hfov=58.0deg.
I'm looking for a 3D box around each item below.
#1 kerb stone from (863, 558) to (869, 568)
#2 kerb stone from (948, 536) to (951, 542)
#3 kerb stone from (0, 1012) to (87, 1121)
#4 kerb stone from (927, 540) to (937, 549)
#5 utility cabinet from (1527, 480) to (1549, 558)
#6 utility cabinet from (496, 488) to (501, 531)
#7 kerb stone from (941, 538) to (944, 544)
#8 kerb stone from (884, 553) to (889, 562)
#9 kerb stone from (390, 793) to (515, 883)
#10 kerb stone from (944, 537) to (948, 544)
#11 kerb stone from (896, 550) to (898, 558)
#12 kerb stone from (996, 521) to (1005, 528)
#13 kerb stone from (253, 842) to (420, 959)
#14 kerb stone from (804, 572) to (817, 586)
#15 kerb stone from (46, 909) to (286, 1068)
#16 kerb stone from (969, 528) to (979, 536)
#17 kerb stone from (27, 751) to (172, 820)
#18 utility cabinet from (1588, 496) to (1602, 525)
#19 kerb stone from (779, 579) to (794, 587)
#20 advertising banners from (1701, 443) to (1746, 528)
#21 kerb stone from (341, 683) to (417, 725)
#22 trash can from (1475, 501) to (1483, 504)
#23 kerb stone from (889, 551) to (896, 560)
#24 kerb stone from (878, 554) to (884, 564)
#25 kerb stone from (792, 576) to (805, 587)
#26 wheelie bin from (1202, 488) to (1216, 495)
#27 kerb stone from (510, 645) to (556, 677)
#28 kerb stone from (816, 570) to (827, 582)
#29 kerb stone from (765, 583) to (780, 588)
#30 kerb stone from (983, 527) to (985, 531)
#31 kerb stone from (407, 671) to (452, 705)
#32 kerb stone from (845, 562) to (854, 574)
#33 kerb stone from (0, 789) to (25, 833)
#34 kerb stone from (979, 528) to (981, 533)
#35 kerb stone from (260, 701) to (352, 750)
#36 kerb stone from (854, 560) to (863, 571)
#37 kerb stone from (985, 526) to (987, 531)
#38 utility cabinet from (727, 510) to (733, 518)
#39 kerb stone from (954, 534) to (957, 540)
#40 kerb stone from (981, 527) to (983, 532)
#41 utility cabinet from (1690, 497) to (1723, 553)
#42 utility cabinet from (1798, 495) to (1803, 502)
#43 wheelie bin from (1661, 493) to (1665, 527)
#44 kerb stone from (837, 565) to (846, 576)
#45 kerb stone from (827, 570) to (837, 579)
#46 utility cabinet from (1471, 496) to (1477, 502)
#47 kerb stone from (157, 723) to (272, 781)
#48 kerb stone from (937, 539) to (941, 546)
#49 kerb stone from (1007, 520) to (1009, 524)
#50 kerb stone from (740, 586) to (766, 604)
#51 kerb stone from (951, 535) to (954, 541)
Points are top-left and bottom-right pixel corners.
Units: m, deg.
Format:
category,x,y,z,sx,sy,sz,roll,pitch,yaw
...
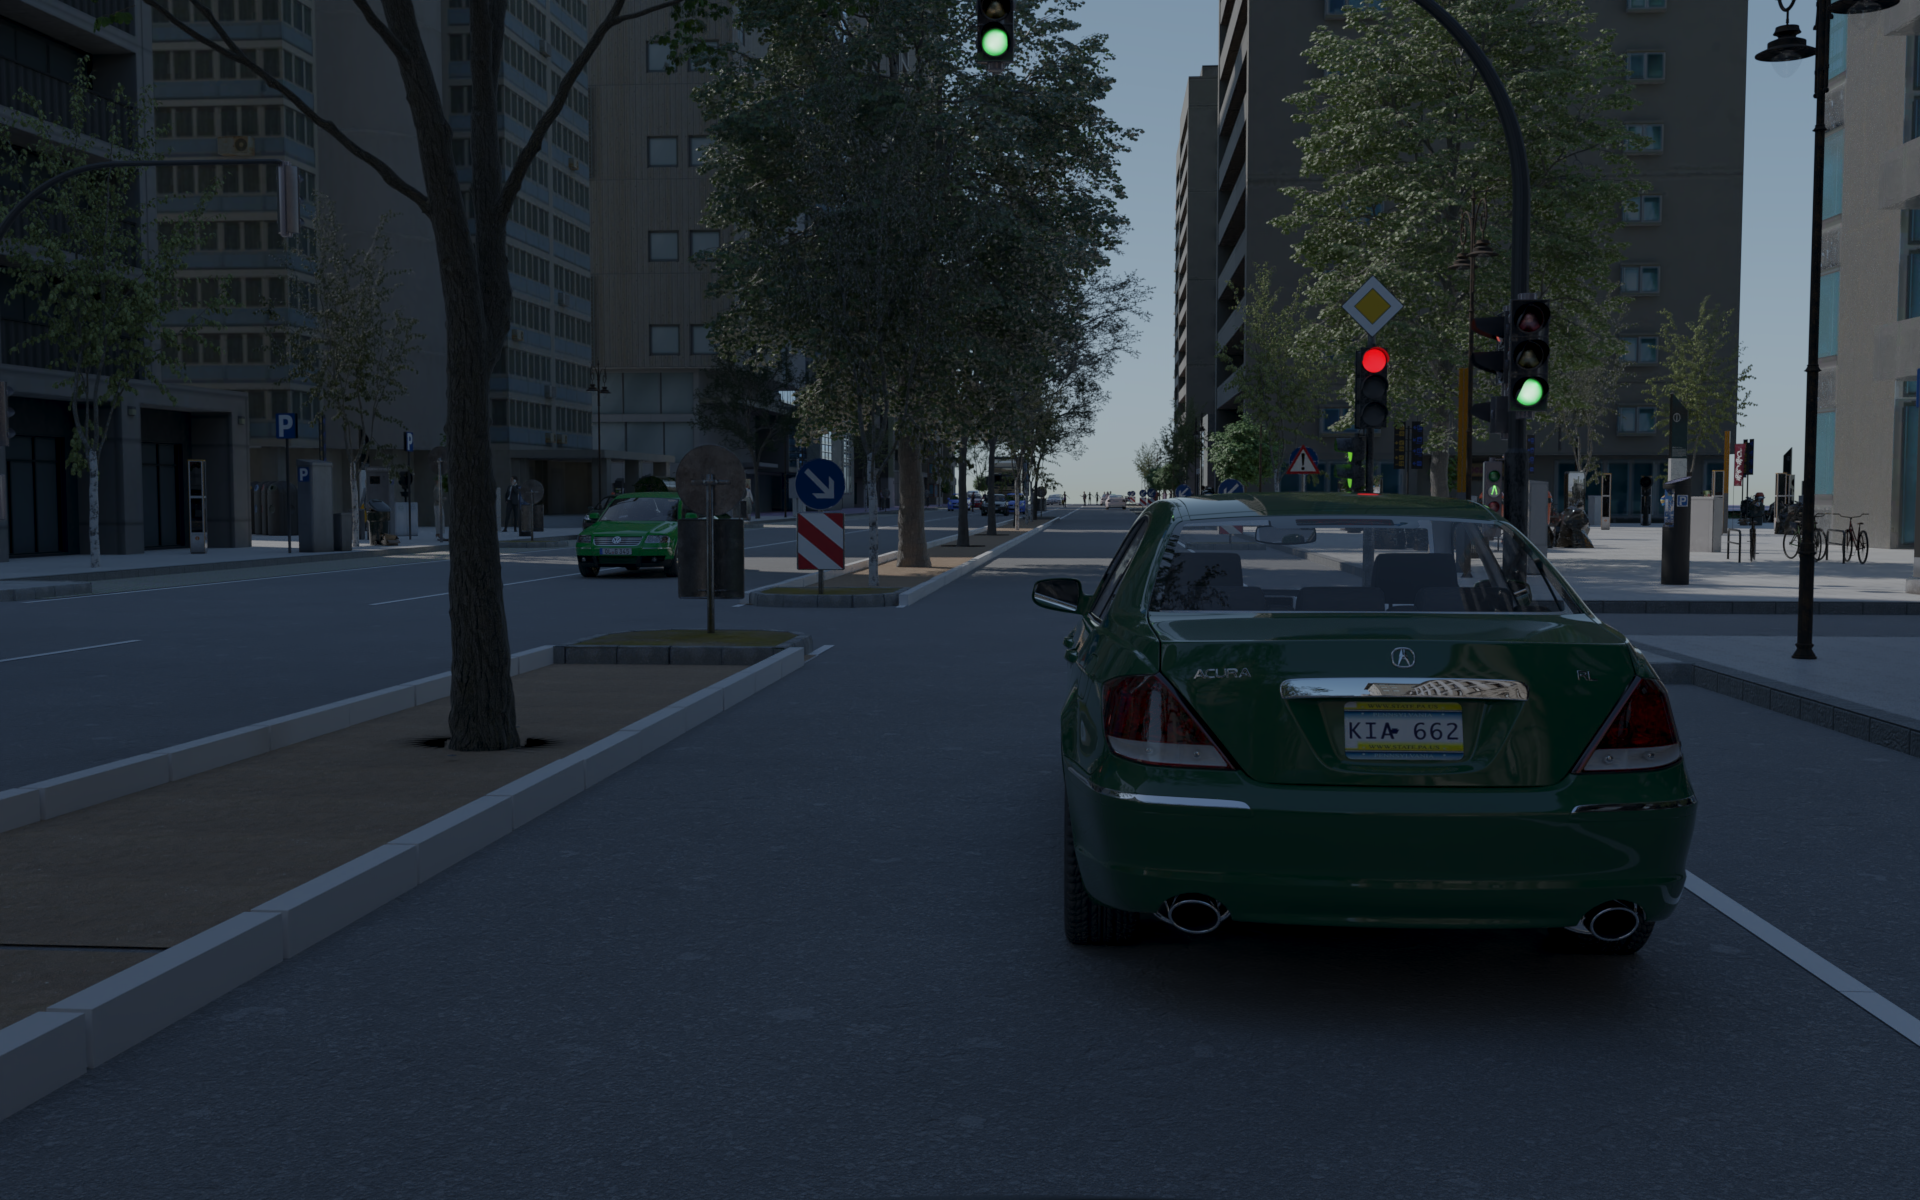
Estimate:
category,x,y,z,sx,sy,sz,roll,pitch,yaw
kerb stone,-1.906,-0.672,33.190,0.120,0.150,1.000,0,4,5
kerb stone,-0.449,-1.730,50.519,0.120,0.150,1.000,0,4,5
kerb stone,-2.265,1.126,3.793,0.120,0.150,1.000,0,4,5
kerb stone,-0.788,-1.479,46.436,0.120,0.150,1.000,0,4,5
utility cabinet,9.188,-1.180,27.965,0.318,1.500,1.173,0,4,3
utility cabinet,-16.037,-3.071,58.881,0.318,1.500,1.173,1,4,13
kerb stone,-0.625,-1.608,48.483,0.120,0.150,1.000,0,4,5
kerb stone,-1.652,-0.854,36.246,0.120,0.150,1.000,0,4,5
kerb stone,-2.004,0.938,6.861,0.120,0.150,1.000,0,4,5
kerb stone,-0.525,-1.670,49.500,0.120,0.150,1.000,0,4,5
kerb stone,-1.478,-0.983,38.282,0.120,0.150,1.000,0,4,5
kerb stone,1.787,-3.355,77.055,0.120,0.150,1.000,0,4,5
kerb stone,-2.087,1.000,5.840,0.120,0.150,1.000,0,4,5
kerb stone,-2.417,-0.299,27.080,0.120,0.150,1.000,0,4,5
kerb stone,-2.179,1.063,4.818,0.120,0.150,1.000,0,4,5
kerb stone,0.493,-2.419,61.751,0.120,0.150,1.000,0,4,5
kerb stone,-4.011,0.864,8.063,0.120,0.150,1.000,0,4,5
utility cabinet,26.263,-3.683,71.375,1.020,1.237,0.306,-3,5,-43
kerb stone,-2.586,-0.169,25.032,0.120,0.150,1.000,0,4,5
advertising banners,26.648,-3.933,60.497,0.090,3.025,2.074,-1,4,-17
kerb stone,-3.760,0.679,11.121,0.120,0.150,1.000,0,4,5
trash can,10.274,-1.405,34.633,0.748,1.137,0.748,0,3,0
kerb stone,-1.556,-0.922,37.263,0.120,0.150,1.000,0,4,5
kerb stone,-1.725,-0.797,35.226,0.120,0.150,1.000,0,4,5
kerb stone,-2.509,-0.236,26.057,0.120,0.150,1.000,0,4,5
wheelie bin,13.260,-5.153,92.163,0.693,1.594,0.980,-2,4,-32
kerb stone,-3.498,0.490,14.185,0.120,0.150,1.000,0,4,5
kerb stone,-2.337,-0.361,28.099,0.120,0.150,1.000,0,4,5
kerb stone,-2.683,-0.109,24.014,0.120,0.150,1.000,0,4,5
kerb stone,0.754,-2.607,64.816,0.120,0.150,1.000,0,4,5
kerb stone,-3.671,0.615,12.140,0.120,0.150,1.000,0,4,5
kerb stone,-2.079,-0.545,31.154,0.120,0.150,1.000,0,4,5
kerb stone,-4.106,0.927,7.045,0.120,0.150,1.000,0,4,5
kerb stone,0.580,-2.482,62.773,0.120,0.150,1.000,0,4,5
kerb stone,-3.837,0.740,10.100,0.120,0.150,1.000,0,4,5
kerb stone,-1.986,-0.610,32.171,0.120,0.150,1.000,0,4,5
kerb stone,0.833,-2.665,65.835,0.120,0.150,1.000,0,4,5
utility cabinet,-12.534,-5.071,94.073,1.020,1.237,0.306,0,4,-3
kerb stone,-0.275,-1.857,52.560,0.120,0.150,1.000,0,4,5
kerb stone,0.666,-2.544,63.796,0.120,0.150,1.000,0,4,5
utility cabinet,16.411,-1.669,38.452,0.306,1.237,1.020,-2,4,-25
utility cabinet,39.568,-4.244,80.552,0.306,1.237,1.020,-3,5,-45
wheelie bin,24.929,-3.203,60.276,0.980,1.594,0.693,0,4,2
kerb stone,-2.154,-0.486,30.135,0.120,0.150,1.000,0,4,5
kerb stone,-2.244,-0.417,29.117,0.120,0.150,1.000,0,4,5
utility cabinet,21.751,-3.859,74.251,1.020,1.237,0.306,-3,4,-39
kerb stone,-3.919,0.802,9.081,0.120,0.150,1.000,0,4,5
kerb stone,-0.701,-1.543,47.456,0.120,0.150,1.000,0,4,5
kerb stone,2.045,-3.543,80.118,0.120,0.150,1.000,0,4,5
kerb stone,-2.759,-0.046,22.984,0.120,0.150,1.000,0,4,5
kerb stone,-0.369,-1.795,51.538,0.120,0.150,1.000,0,4,5
